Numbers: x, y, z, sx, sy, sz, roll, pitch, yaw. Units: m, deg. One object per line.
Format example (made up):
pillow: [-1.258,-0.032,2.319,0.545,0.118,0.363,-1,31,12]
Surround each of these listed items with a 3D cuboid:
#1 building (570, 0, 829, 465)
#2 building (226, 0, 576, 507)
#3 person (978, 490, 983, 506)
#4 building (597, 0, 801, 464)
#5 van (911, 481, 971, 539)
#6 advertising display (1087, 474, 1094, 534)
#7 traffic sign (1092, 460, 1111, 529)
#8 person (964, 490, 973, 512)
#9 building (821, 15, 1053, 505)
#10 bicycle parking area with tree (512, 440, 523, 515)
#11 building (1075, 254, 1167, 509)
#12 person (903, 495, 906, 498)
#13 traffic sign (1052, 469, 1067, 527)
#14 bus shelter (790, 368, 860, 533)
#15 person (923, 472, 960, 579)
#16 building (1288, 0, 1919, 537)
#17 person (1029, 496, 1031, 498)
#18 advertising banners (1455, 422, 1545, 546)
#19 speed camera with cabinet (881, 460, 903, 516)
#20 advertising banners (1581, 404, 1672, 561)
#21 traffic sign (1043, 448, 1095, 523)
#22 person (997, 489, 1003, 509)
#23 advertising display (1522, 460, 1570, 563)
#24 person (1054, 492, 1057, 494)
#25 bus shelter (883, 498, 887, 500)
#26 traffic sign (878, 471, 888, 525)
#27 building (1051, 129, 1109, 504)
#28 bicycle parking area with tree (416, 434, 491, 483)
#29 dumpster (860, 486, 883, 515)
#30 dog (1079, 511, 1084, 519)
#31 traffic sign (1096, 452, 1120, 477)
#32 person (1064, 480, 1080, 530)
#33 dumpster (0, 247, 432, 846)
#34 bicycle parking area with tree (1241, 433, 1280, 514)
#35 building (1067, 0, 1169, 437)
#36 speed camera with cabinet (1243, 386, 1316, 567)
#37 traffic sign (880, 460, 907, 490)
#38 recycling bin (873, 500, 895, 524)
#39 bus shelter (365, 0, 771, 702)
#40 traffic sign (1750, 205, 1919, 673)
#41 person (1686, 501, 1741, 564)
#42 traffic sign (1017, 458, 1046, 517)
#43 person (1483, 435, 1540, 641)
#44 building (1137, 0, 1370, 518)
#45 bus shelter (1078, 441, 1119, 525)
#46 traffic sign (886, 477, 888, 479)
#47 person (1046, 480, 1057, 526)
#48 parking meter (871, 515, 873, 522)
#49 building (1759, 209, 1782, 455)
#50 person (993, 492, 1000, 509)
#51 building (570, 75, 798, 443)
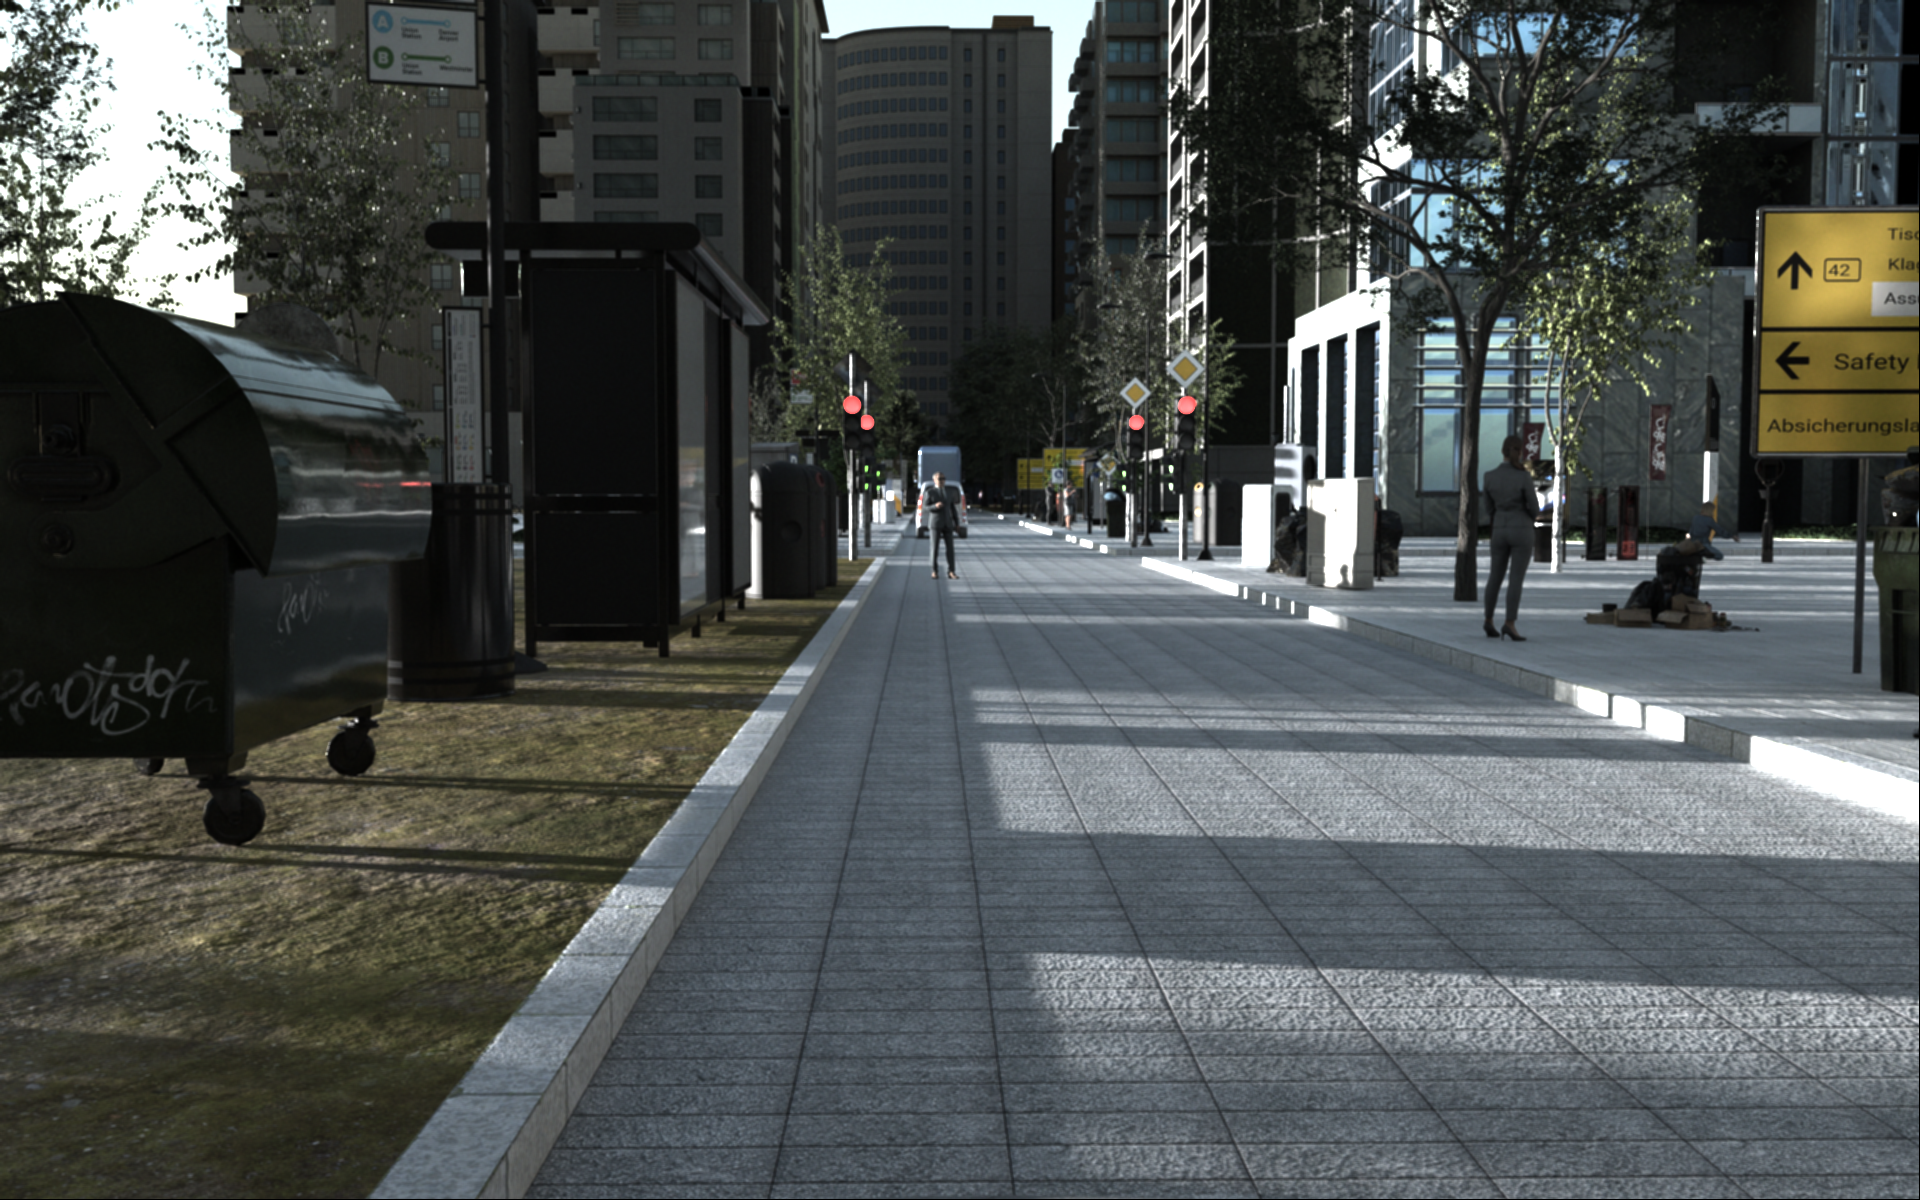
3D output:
building: [-27.204,-35.459,168.995,27.495,52.752,28.713,0,4,-1]
building: [-54.694,-35.427,168.474,27.495,52.752,28.713,0,4,-1]
person: [2.374,-11.449,194.170,0.756,1.711,0.436,2,4,33]
building: [-20.169,-27.726,136.914,14.154,41.232,14.086,0,4,-1]
van: [-0.611,-3.067,57.154,2.013,2.044,4.112,0,4,-1]
advertising display: [4.200,-3.100,55.896,0.123,1.923,0.974,1,4,10]
traffic sign: [5.196,-3.866,63.317,0.768,2.556,0.104,0,4,0]
person: [0.452,-7.867,137.829,1.217,1.736,0.721,-1,4,-16]
building: [-3.242,-41.300,217.251,28.212,58.520,21.231,0,4,-1]
bicycle parking area with tree: [-25.134,-6.413,91.862,8.231,4.147,9.016,2,4,34]
building: [24.317,-18.019,139.644,27.650,21.520,28.899,0,4,-1]
person: [-5.156,-8.454,144.407,1.348,1.807,0.705,-2,4,-24]
traffic sign: [3.913,-4.051,68.366,0.606,2.300,0.079,0,4,0]
bus shelter: [-4.374,-4.909,57.891,2.179,5.291,8.768,0,4,-1]
person: [-0.288,-1.261,29.296,0.661,1.801,0.590,-2,4,-25]
building: [27.891,-45.710,60.031,31.000,86.520,22.319,0,4,-1]
person: [5.699,-7.430,127.539,1.348,1.823,0.705,1,4,17]
advertising banners: [13.261,-2.835,42.533,2.074,3.025,0.090,1,4,11]
speed camera with cabinet: [-3.990,-6.479,100.265,0.660,3.252,2.038,-2,4,-27]
advertising banners: [12.941,-2.286,33.568,2.074,3.025,0.090,-1,4,-20]
traffic sign: [4.778,-5.024,76.012,2.265,3.308,0.079,1,4,8]
person: [3.540,-8.366,143.561,1.217,1.736,0.721,-3,5,-41]
advertising display: [10.963,-1.667,32.474,0.123,1.923,0.974,-3,4,-39]
person: [7.074,-7.227,124.215,1.348,1.822,0.705,0,4,-4]
bus shelter: [-5.356,-7.120,110.338,2.014,3.302,5.546,0,4,-1]
traffic sign: [-3.399,-4.445,72.781,0.768,2.556,0.104,0,4,1]
building: [18.459,-34.583,215.547,14.200,45.320,14.600,0,4,-1]
bicycle parking area with tree: [-28.170,-5.853,82.699,8.231,4.147,9.016,1,4,17]
dumpster: [-4.656,-5.069,85.375,1.502,2.255,1.985,0,4,-1]
dog: [6.508,-4.353,88.907,0.550,0.427,0.748,-3,5,-42]
traffic sign: [4.541,-3.242,52.744,0.795,2.593,0.064,0,4,6]
person: [3.951,-3.382,61.700,0.532,1.782,0.716,1,4,17]
dumpster: [-3.163,-0.277,7.018,1.502,2.255,1.985,0,4,-1]
bicycle parking area with tree: [17.362,-5.798,81.793,8.231,4.147,9.016,0,4,6]
building: [22.198,-33.565,168.390,23.786,49.044,30.456,0,4,-1]
speed camera with cabinet: [5.765,-2.249,31.112,0.660,3.252,2.038,2,4,33]
traffic sign: [-4.246,-6.621,102.119,2.265,3.308,0.079,0,4,7]
recycling bin: [-3.267,-3.807,74.795,0.722,1.027,0.722,2,4,32]
bus shelter: [-3.107,-2.277,14.867,2.179,5.291,8.768,0,4,-1]
traffic sign: [6.753,-1.127,12.294,2.265,3.308,0.079,0,4,2]
person: [13.779,-1.254,32.049,0.738,1.151,1.012,-2,4,-26]
traffic sign: [4.374,-6.406,98.605,2.265,3.308,0.079,0,4,0]
person: [4.858,-0.545,15.222,0.520,1.790,0.573,2,4,31]
building: [20.932,-40.172,95.068,20.563,71.187,20.611,0,4,-1]
bus shelter: [5.925,-4.576,68.737,2.014,3.302,5.546,0,4,-1]
traffic sign: [-4.327,-5.779,94.213,0.795,2.593,0.064,1,4,9]
person: [3.723,-3.954,70.498,0.447,1.846,0.655,0,4,6]
parking meter: [-4.254,-4.442,81.042,0.372,1.533,0.369,0,3,0]
building: [67.263,-33.724,175.087,21.600,48.544,21.300,0,4,-1]
person: [3.066,-8.280,144.660,0.697,1.427,0.421,3,5,39]
building: [-19.129,-21.496,123.157,14.160,30.474,14.107,0,4,-1]
